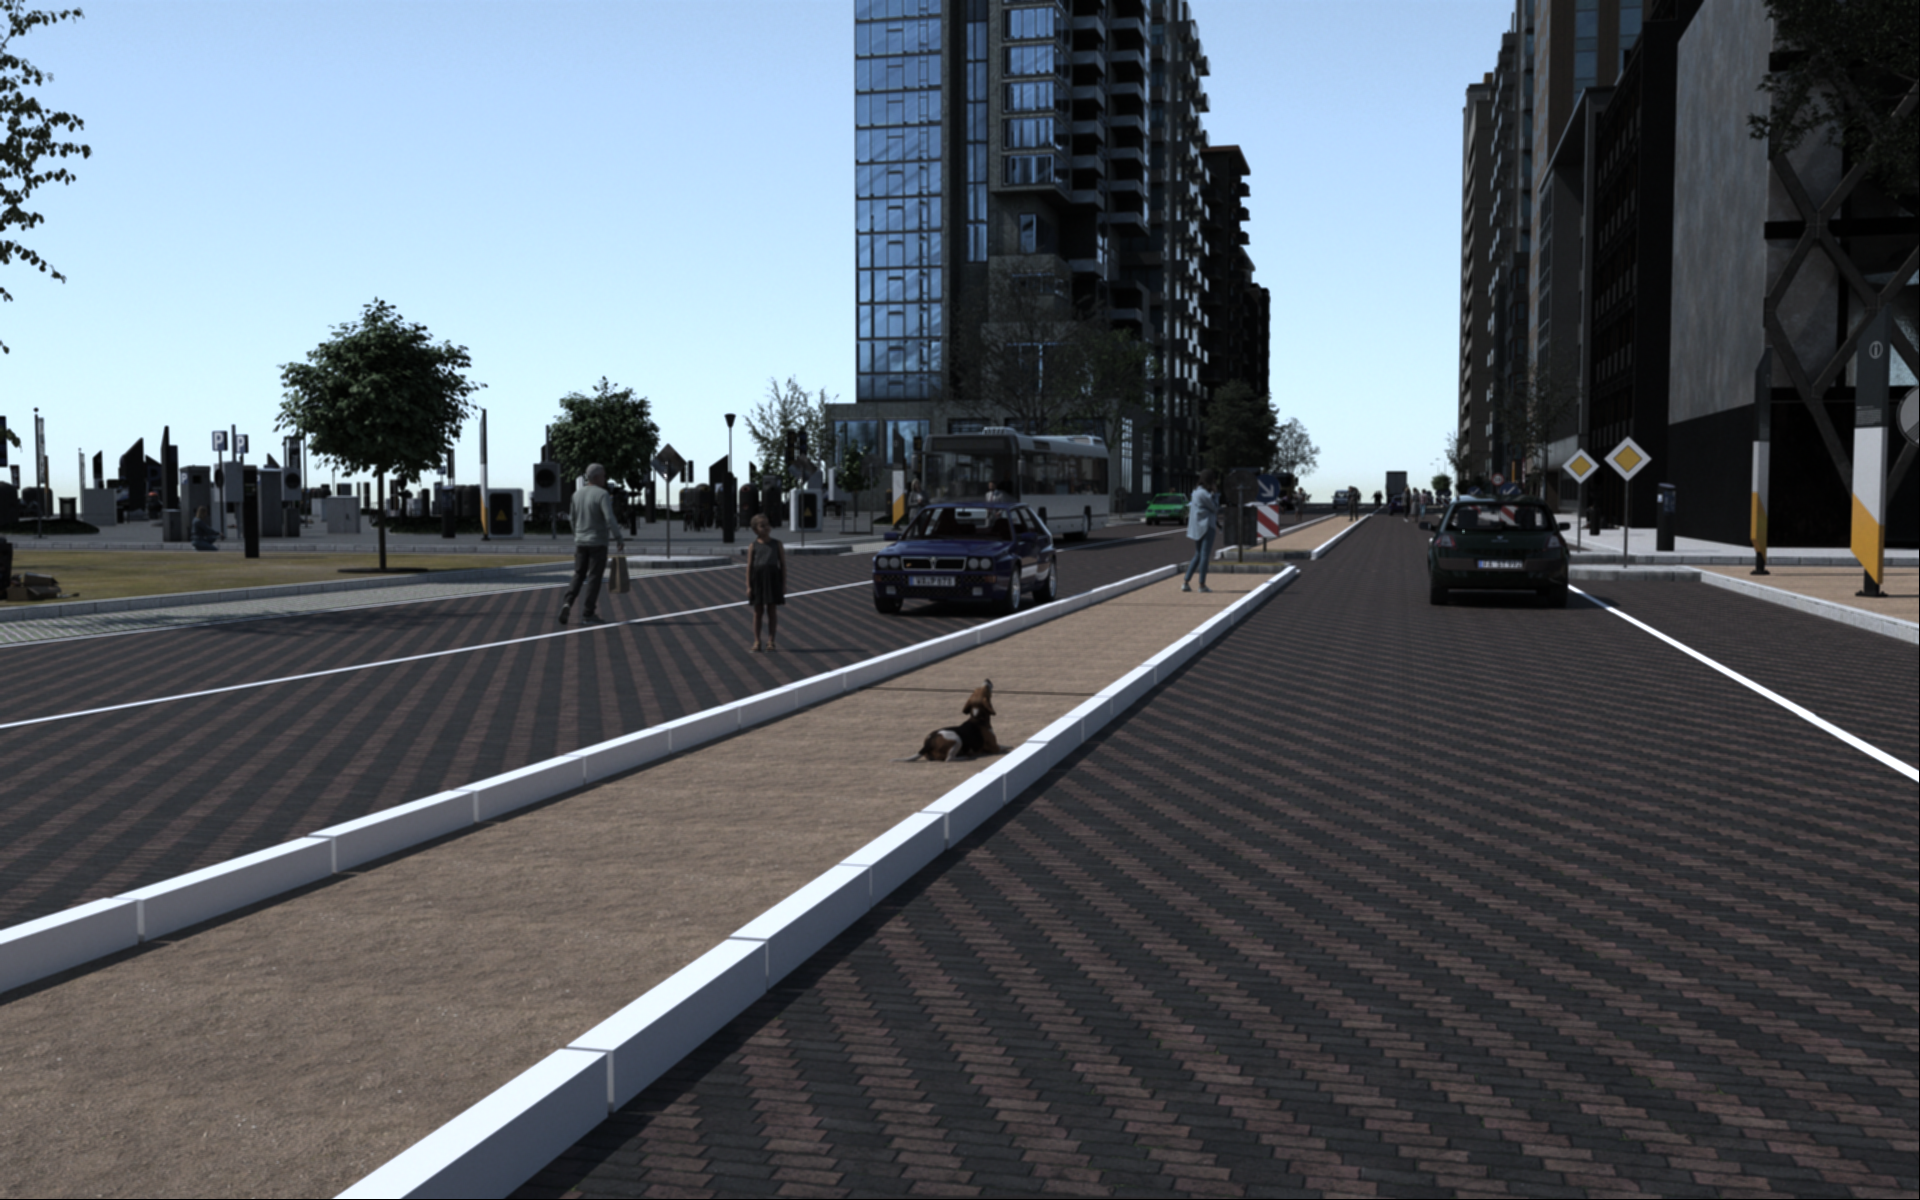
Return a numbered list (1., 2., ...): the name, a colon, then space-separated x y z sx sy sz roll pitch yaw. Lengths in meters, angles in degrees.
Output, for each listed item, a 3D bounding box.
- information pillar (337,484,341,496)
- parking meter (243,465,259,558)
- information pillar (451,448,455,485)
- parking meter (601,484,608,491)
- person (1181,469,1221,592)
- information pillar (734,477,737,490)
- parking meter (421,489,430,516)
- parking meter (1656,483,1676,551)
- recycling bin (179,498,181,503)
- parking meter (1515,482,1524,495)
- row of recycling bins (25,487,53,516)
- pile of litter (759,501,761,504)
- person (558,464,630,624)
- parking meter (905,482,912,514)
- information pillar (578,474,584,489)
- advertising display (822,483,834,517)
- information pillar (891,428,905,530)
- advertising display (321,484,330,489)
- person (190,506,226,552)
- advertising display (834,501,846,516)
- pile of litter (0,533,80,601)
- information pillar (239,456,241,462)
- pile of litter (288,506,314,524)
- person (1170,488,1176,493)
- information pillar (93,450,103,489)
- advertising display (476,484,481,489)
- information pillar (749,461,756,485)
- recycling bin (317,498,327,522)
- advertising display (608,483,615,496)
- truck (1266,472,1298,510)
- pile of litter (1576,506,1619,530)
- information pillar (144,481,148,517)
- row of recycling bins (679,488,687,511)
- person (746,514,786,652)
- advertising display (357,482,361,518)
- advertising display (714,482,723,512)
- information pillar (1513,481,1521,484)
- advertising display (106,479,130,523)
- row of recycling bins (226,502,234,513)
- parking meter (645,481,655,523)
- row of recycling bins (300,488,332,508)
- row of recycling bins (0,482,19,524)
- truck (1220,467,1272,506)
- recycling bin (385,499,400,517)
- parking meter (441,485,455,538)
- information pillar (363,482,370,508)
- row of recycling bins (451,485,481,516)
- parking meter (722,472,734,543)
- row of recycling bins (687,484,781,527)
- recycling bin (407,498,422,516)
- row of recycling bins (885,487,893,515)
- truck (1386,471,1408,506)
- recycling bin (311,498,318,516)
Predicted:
1. information pillar: -43.301 -7.121 120.920 0.304 2.012 0.304 0 4 4
2. parking meter: -14.252 -1.780 34.817 0.255 1.863 0.399 -1 4 -21
3. information pillar: -25.952 -5.948 88.608 0.183 3.616 0.504 -2 4 -31
4. parking meter: -19.547 -5.474 95.207 0.399 1.863 0.255 2 4 26
5. person: 3.493 -1.001 25.138 0.793 1.790 0.793 3 5 41
6. information pillar: -9.987 -4.380 76.101 0.304 2.012 0.304 1 4 22
7. parking meter: -24.835 -4.410 80.516 0.372 1.533 0.369 0 3 0
8. parking meter: 15.868 -1.866 38.919 0.372 1.533 0.369 0 3 0
9. recycling bin: -51.336 -6.243 114.628 0.722 1.027 0.722 2 4 29
10. parking meter: 27.159 -4.798 84.155 0.399 1.863 0.255 2 4 26
11. row of recycling bins: -54.275 -5.804 102.000 1.069 1.692 3.534 -1 4 -11
12. pile of litter: -13.088 -6.169 114.820 1.719 0.858 1.176 -3 5 -39
13. person: -3.999 -0.614 19.022 0.782 1.767 0.515 2 4 29
14. parking meter: -2.539 -4.797 84.150 0.255 1.863 0.399 -3 5 -41
15. information pillar: -17.711 -5.483 81.007 0.183 3.616 0.504 -3 5 -41
16. advertising display: -7.781 -5.699 98.386 0.974 1.923 0.123 -2 4 -32
17. information pillar: -2.173 -4.265 61.088 0.504 3.616 0.183 2 4 35
18. advertising display: -41.475 -6.606 113.228 0.123 1.923 0.974 0 4 7
19. person: -17.620 -1.622 40.521 0.738 1.151 1.012 -2 4 -26
20. advertising display: -6.984 -5.763 99.446 0.974 1.923 0.123 -3 4 -38
21. pile of litter: -11.535 -0.434 21.057 1.176 0.858 1.719 3 4 37
22. information pillar: -44.224 -7.051 106.633 0.183 3.616 0.504 -3 4 -37
23. pile of litter: -28.908 -3.777 75.723 1.176 0.858 1.719 -2 4 -32
24. person: 13.447 -6.170 109.348 0.573 1.828 0.580 2 4 29
25. information pillar: -45.913 -6.174 92.298 0.183 3.616 0.504 2 4 33
26. advertising display: -32.291 -6.824 116.790 0.123 1.923 0.974 2 4 24
27. information pillar: -14.539 -7.960 121.501 0.504 3.616 0.183 -1 4 -22
28. recycling bin: -29.523 -4.197 81.178 0.722 1.027 0.722 0 4 -7
29. advertising display: -20.198 -5.776 99.658 0.123 1.923 0.974 2 4 27
30. truck: 28.740 -9.783 155.868 3.469 3.379 9.791 1 4 12
31. pile of litter: 23.345 -3.018 63.307 1.176 0.858 1.719 -1 4 -13
32. information pillar: -46.492 -5.756 98.597 0.304 2.012 0.304 2 4 26
33. row of recycling bins: -17.613 -6.524 113.785 1.069 1.692 3.534 -1 4 -23
34. person: -1.760 -0.158 15.752 0.362 1.253 0.373 0 4 -2
35. advertising display: -32.617 -5.433 94.037 0.123 1.923 0.974 -1 4 -14
36. advertising display: -13.150 -5.554 96.025 0.974 1.923 0.123 1 4 20
37. information pillar: 31.116 -5.648 96.838 0.304 2.012 0.304 -3 4 -39
38. advertising display: -36.780 -4.311 75.701 0.123 1.923 0.974 2 4 34
39. row of recycling bins: -50.087 -6.816 118.553 1.069 1.692 3.534 2 4 34
40. parking meter: -13.780 -4.357 76.949 0.399 1.863 0.255 2 4 31
41. row of recycling bins: -41.303 -6.353 110.989 3.534 1.692 1.069 3 5 45
42. row of recycling bins: -34.185 -3.323 61.440 1.069 1.692 3.534 -3 4 -37
43. truck: 21.229 -8.032 127.254 3.469 3.379 9.791 1 4 14
44. recycling bin: -31.617 -5.135 96.516 0.722 1.027 0.722 -2 4 -26
45. parking meter: -14.973 -2.584 50.667 0.372 1.533 0.369 0 3 0
46. information pillar: -36.910 -6.317 107.780 0.304 2.012 0.304 -3 5 -42
47. row of recycling bins: -22.703 -4.394 78.955 1.069 1.692 3.534 -2 4 -34
48. parking meter: -6.109 -2.446 45.700 0.255 1.863 0.399 0 4 1
49. row of recycling bins: -8.749 -3.723 67.980 3.534 1.692 1.069 0 4 6
50. recycling bin: -32.037 -5.464 101.882 0.722 1.027 0.722 3 4 36
51. row of recycling bins: -3.495 -6.099 106.826 1.069 1.692 3.534 -2 4 -31
52. truck: 55.223 -14.075 219.046 2.839 4.237 11.283 1 4 15
53. recycling bin: -37.081 -5.374 100.413 0.722 1.027 0.722 1 4 16
